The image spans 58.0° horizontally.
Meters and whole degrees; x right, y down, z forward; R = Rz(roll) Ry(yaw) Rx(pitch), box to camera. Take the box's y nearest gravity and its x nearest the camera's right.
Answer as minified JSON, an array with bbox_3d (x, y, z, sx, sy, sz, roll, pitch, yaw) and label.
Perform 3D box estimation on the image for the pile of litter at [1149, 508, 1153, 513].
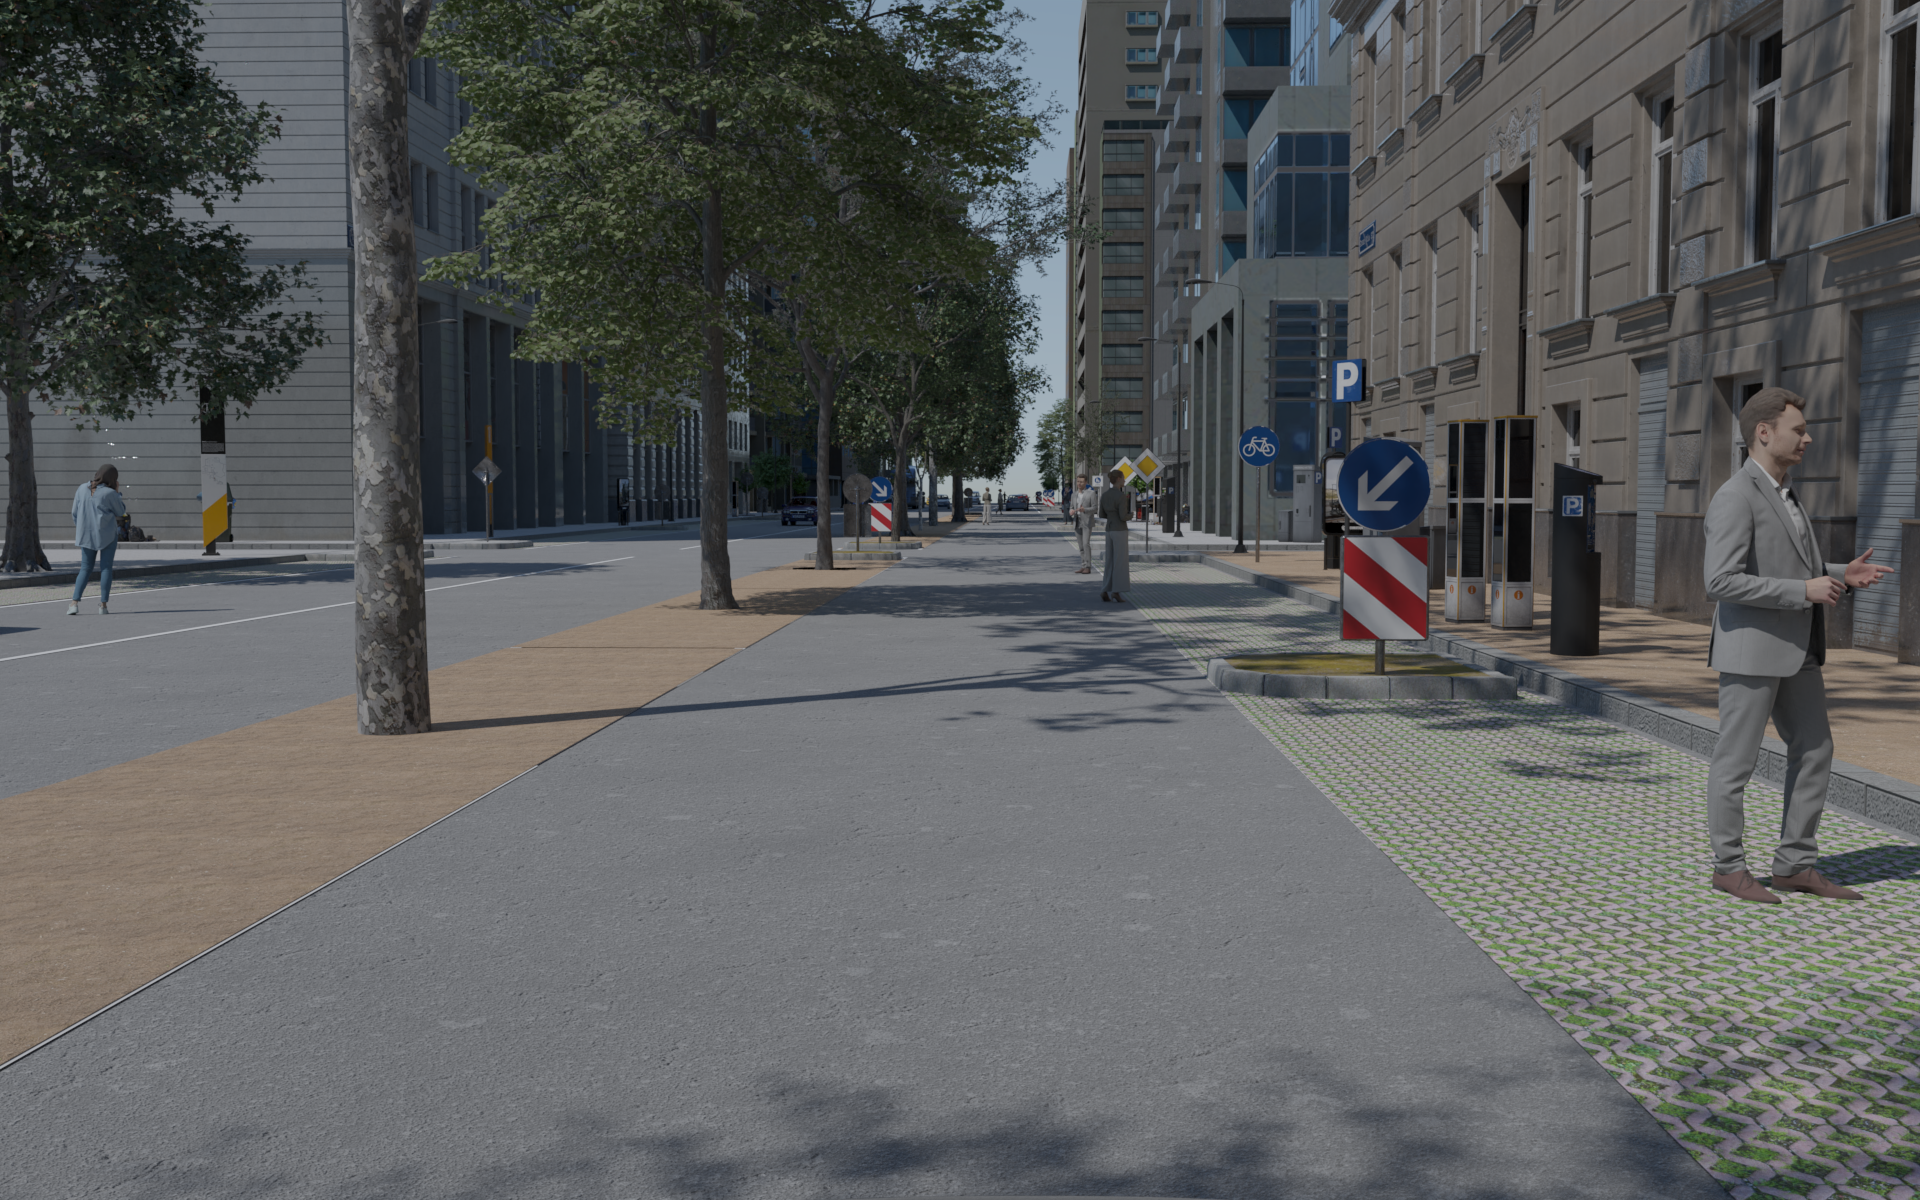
[{"bbox_3d":[12.748,-6.274,116.553,1.719,0.858,1.176,1,4,12],"label":"pile of litter"}]

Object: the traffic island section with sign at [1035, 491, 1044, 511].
[{"bbox_3d":[7.477,-8.335,144.911,1.989,1.847,2.006,0,4,2],"label":"traffic island section with sign"}]

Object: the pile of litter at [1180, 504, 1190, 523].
[{"bbox_3d":[10.329,-3.853,76.954,1.176,0.858,1.719,3,4,36],"label":"pile of litter"}]

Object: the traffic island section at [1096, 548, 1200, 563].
[{"bbox_3d":[4.080,-0.939,37.633,2.009,0.180,2.903,0,4,2],"label":"traffic island section"}]

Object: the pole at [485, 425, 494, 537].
[{"bbox_3d":[-13.973,-3.519,51.386,0.158,3.312,0.155,0,3,0],"label":"pole"}]

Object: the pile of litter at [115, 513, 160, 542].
[{"bbox_3d":[-22.428,-1.989,46.480,1.719,0.858,1.176,1,4,9],"label":"pile of litter"}]

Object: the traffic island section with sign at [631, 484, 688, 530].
[{"bbox_3d":[-11.851,-3.671,68.653,1.989,1.847,2.006,0,4,2],"label":"traffic island section with sign"}]

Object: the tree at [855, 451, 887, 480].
[{"bbox_3d":[-10.311,-14.967,195.066,4.360,8.622,3.978,0,3,0],"label":"tree"}]

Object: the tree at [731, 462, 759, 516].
[{"bbox_3d":[-12.850,-6.639,103.149,1.663,3.219,1.824,0,3,0],"label":"tree"}]

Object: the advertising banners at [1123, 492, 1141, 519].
[{"bbox_3d":[9.109,-5.597,87.694,2.074,3.025,0.090,-1,4,-18],"label":"advertising banners"}]

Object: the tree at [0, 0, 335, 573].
[{"bbox_3d":[-15.612,-6.822,28.549,9.611,12.733,9.660,0,3,0],"label":"tree"}]

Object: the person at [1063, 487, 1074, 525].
[{"bbox_3d":[4.968,-4.344,79.944,0.534,1.772,0.576,-3,5,-40],"label":"person"}]

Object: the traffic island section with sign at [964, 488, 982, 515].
[{"bbox_3d":[0.551,-6.878,120.589,2.006,1.907,1.989,0,4,2],"label":"traffic island section with sign"}]

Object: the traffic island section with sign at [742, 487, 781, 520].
[{"bbox_3d":[-10.915,-5.319,95.592,1.989,1.847,2.006,0,4,2],"label":"traffic island section with sign"}]

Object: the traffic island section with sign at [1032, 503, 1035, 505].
[{"bbox_3d":[8.429,-10.005,172.210,1.989,1.847,2.006,0,4,2],"label":"traffic island section with sign"}]

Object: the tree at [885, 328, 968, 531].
[{"bbox_3d":[-1.575,-7.012,67.463,4.737,8.622,4.395,0,3,0],"label":"tree"}]

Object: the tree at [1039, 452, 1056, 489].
[{"bbox_3d":[14.243,-19.407,267.672,4.360,8.622,3.978,0,3,0],"label":"tree"}]

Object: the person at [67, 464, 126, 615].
[{"bbox_3d":[-10.288,-0.724,20.599,0.793,1.790,0.793,-2,4,-34],"label":"person"}]

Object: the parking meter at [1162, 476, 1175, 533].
[{"bbox_3d":[6.833,-3.125,56.798,0.399,1.863,0.255,-2,4,-28],"label":"parking meter"}]

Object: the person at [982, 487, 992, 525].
[{"bbox_3d":[1.285,-4.331,79.863,0.519,1.759,0.362,2,4,34],"label":"person"}]

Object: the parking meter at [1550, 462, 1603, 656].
[{"bbox_3d":[4.917,-0.331,13.815,0.372,1.533,0.369,0,3,0],"label":"parking meter"}]

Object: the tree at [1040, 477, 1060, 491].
[{"bbox_3d":[14.396,-17.877,276.009,4.285,4.588,4.351,0,3,0],"label":"tree"}]

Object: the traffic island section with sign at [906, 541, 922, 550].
[{"bbox_3d":[-2.048,-2.285,45.496,2.006,1.907,1.989,0,4,2],"label":"traffic island section with sign"}]

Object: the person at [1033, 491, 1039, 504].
[{"bbox_3d":[10.370,-13.647,231.557,1.348,1.831,0.705,3,4,38],"label":"person"}]

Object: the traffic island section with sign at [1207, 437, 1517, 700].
[{"bbox_3d":[2.899,-0.265,12.954,1.989,1.847,2.006,0,4,2],"label":"traffic island section with sign"}]

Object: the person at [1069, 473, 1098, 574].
[{"bbox_3d":[2.168,-1.376,31.193,0.606,1.804,0.583,2,4,35],"label":"person"}]

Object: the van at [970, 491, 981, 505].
[{"bbox_3d":[1.937,-14.015,236.151,2.013,2.044,4.112,0,4,4],"label":"van"}]

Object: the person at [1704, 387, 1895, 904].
[{"bbox_3d":[2.896,0.163,6.038,0.583,1.804,0.606,3,5,44],"label":"person"}]

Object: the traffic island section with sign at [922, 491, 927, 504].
[{"bbox_3d":[-5.368,-15.082,255.214,1.989,1.847,2.006,0,4,2],"label":"traffic island section with sign"}]

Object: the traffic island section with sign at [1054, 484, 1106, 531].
[{"bbox_3d":[4.802,-3.619,67.798,1.989,1.847,2.006,0,4,2],"label":"traffic island section with sign"}]

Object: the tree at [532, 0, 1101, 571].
[{"bbox_3d":[-2.580,-7.311,32.364,12.009,13.543,11.850,0,3,0],"label":"tree"}]

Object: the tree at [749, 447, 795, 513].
[{"bbox_3d":[-13.019,-8.294,119.327,4.285,4.588,4.351,0,3,0],"label":"tree"}]

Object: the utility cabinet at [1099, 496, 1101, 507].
[{"bbox_3d":[7.828,-5.128,95.000,0.306,1.237,1.020,1,4,11],"label":"utility cabinet"}]

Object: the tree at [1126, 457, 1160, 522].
[{"bbox_3d":[8.495,-5.205,79.709,1.663,3.219,1.824,0,3,0],"label":"tree"}]

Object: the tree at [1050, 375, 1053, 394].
[{"bbox_3d":[-0.048,-10.322,88.224,9.611,12.733,9.660,0,3,0],"label":"tree"}]

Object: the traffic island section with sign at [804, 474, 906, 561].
[{"bbox_3d":[-2.315,-1.832,38.093,2.006,1.907,1.989,0,4,2],"label":"traffic island section with sign"}]

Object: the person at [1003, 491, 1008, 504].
[{"bbox_3d":[6.475,-14.776,250.107,0.705,1.821,1.348,3,5,43],"label":"person"}]

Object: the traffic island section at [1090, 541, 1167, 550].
[{"bbox_3d":[4.357,-1.427,45.613,2.009,0.180,2.903,0,4,2],"label":"traffic island section"}]

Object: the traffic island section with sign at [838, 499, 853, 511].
[{"bbox_3d":[-9.171,-8.388,145.771,1.989,1.847,2.006,0,4,2],"label":"traffic island section with sign"}]

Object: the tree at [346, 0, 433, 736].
[{"bbox_3d":[-2.216,-9.208,8.899,12.611,20.169,13.585,0,3,0],"label":"tree"}]

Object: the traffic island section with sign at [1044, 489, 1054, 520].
[{"bbox_3d":[5.742,-5.269,94.784,1.989,1.847,2.006,0,4,2],"label":"traffic island section with sign"}]

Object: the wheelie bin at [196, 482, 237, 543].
[{"bbox_3d":[-19.699,-2.320,45.841,0.980,1.594,0.693,-3,5,-41],"label":"wheelie bin"}]

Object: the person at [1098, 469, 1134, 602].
[{"bbox_3d":[2.096,-0.848,22.921,0.362,1.759,0.519,-2,4,-35],"label":"person"}]

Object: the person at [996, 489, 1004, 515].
[{"bbox_3d":[2.718,-6.728,118.722,0.641,1.798,0.478,-1,4,-12],"label":"person"}]

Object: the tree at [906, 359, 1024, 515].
[{"bbox_3d":[0.037,-12.674,116.325,9.857,13.997,8.962,0,3,0],"label":"tree"}]

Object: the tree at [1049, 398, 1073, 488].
[{"bbox_3d":[11.908,-17.513,204.456,7.486,12.596,7.792,0,3,0],"label":"tree"}]

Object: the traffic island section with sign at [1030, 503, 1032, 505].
[{"bbox_3d":[10.358,-13.404,227.783,1.989,1.847,2.006,0,4,2],"label":"traffic island section with sign"}]

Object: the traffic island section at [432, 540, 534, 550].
[{"bbox_3d":[-12.624,-1.463,46.206,2.009,0.180,2.903,0,4,2],"label":"traffic island section"}]

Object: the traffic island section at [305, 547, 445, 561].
[{"bbox_3d":[-12.901,-0.975,38.226,2.009,0.180,2.903,0,4,2],"label":"traffic island section"}]

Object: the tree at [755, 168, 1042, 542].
[{"bbox_3d":[-1.905,-6.893,49.563,8.767,10.594,7.601,0,4,2],"label":"tree"}]

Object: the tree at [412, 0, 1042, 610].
[{"bbox_3d":[-2.921,-6.120,20.646,7.486,12.596,7.792,0,3,0],"label":"tree"}]

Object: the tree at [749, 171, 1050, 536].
[{"bbox_3d":[-2.000,-8.485,58.196,9.611,12.733,9.660,0,3,0],"label":"tree"}]

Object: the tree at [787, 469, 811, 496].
[{"bbox_3d":[-11.981,-8.333,130.839,1.663,3.219,1.824,0,3,0],"label":"tree"}]

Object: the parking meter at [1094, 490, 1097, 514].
[{"bbox_3d":[8.509,-6.145,108.885,0.372,1.533,0.369,0,3,0],"label":"parking meter"}]

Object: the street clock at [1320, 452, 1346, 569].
[{"bbox_3d":[6.402,-1.533,29.635,0.471,2.002,0.358,-2,4,-29],"label":"street clock"}]

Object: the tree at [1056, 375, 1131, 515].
[{"bbox_3d":[8.305,-9.542,106.373,4.360,8.622,3.978,0,3,0],"label":"tree"}]
